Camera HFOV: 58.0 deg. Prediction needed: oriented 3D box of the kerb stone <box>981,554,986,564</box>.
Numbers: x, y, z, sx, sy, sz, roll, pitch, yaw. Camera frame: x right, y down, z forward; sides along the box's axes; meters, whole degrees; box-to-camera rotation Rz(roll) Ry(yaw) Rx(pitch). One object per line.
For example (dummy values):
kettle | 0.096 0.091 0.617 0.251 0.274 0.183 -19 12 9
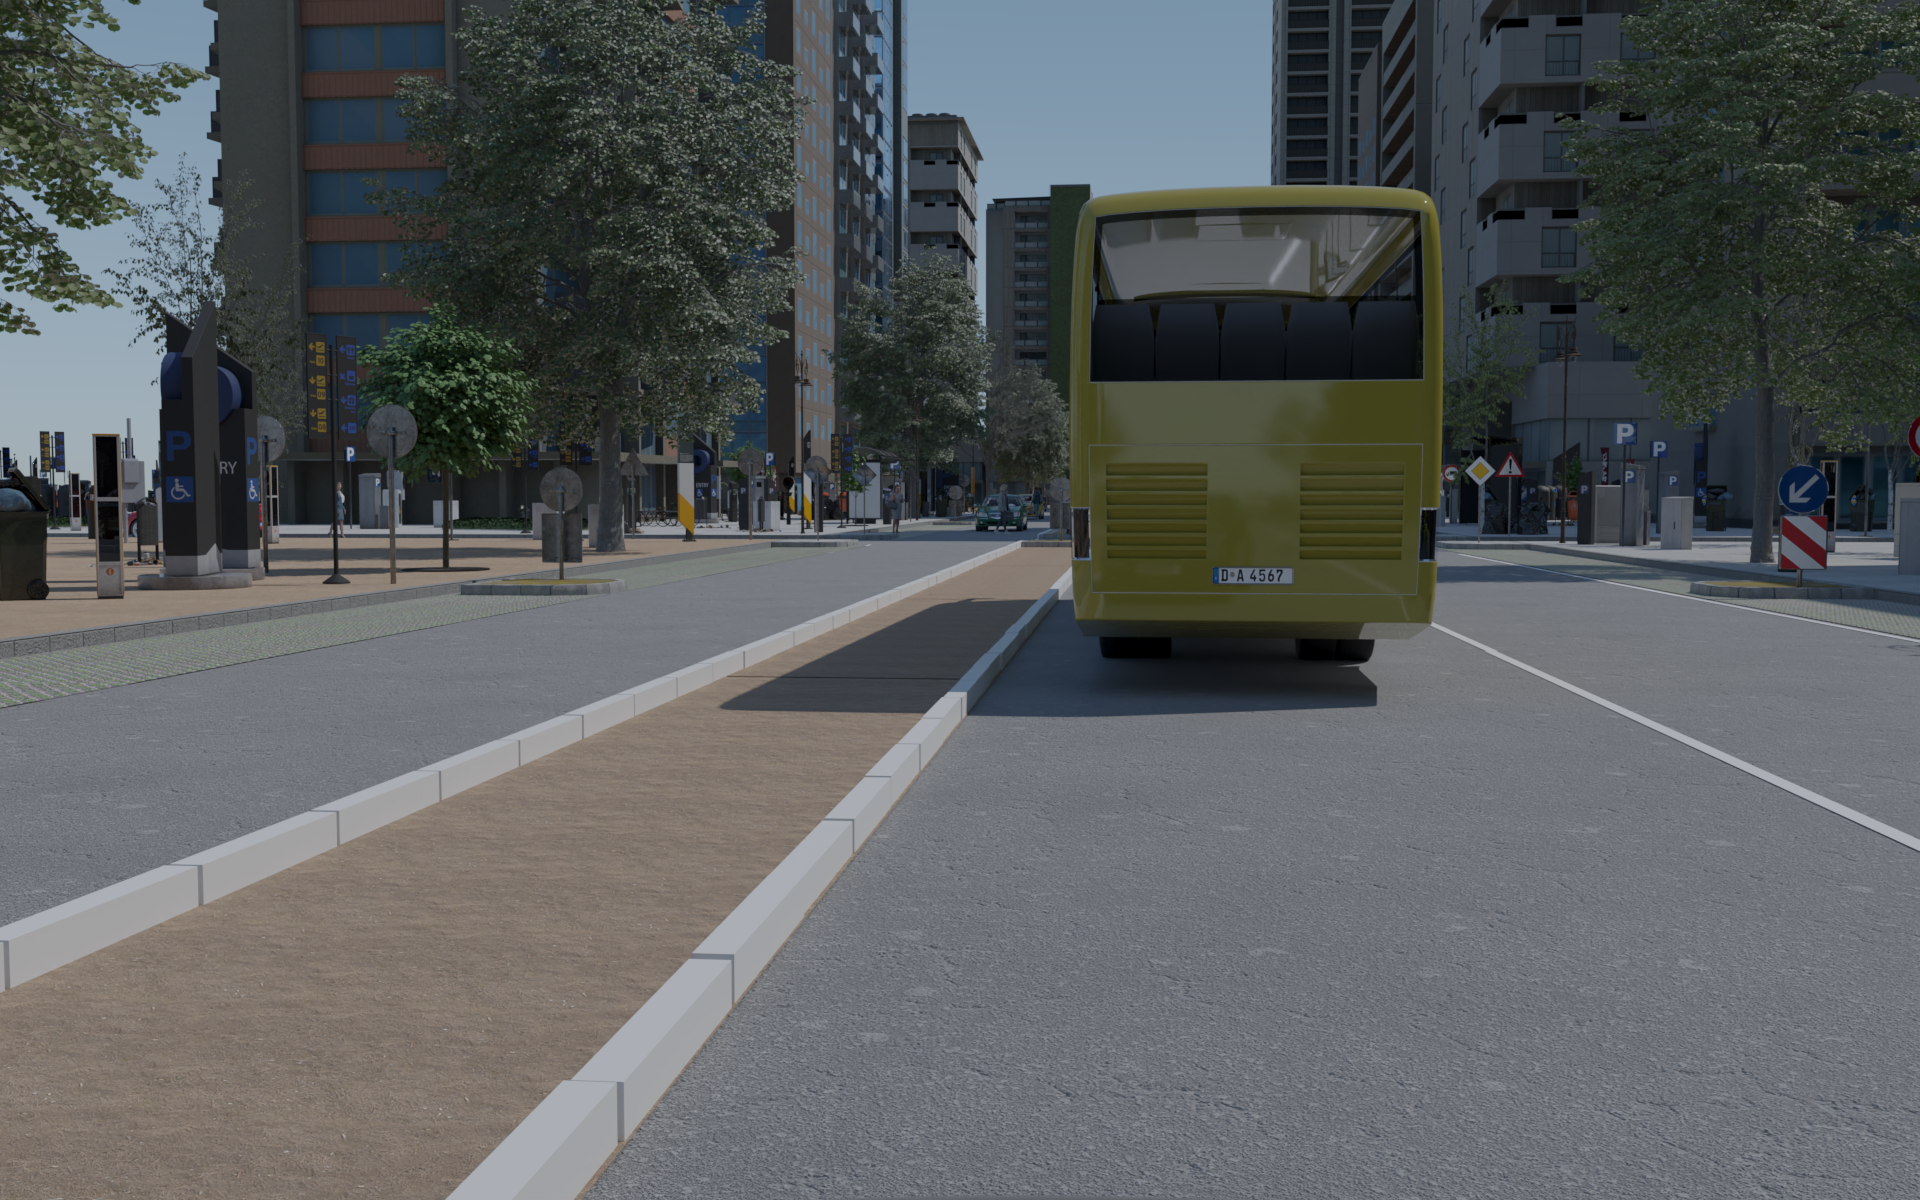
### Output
kerb stone | 0.380 -0.786 35.052 0.120 0.150 1.000 0 4 6

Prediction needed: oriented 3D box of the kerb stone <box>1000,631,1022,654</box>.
kerb stone | 0.435 0.412 15.525 0.120 0.150 1.000 0 4 6

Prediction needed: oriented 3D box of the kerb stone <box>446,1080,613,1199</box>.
kerb stone | -0.860 1.156 3.290 0.120 0.150 1.000 0 4 6

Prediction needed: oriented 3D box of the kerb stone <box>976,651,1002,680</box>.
kerb stone | 0.210 0.537 13.487 0.120 0.150 1.000 0 4 6

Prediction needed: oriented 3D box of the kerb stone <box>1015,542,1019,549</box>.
kerb stone | 1.344 -1.347 44.223 0.120 0.150 1.000 0 4 6

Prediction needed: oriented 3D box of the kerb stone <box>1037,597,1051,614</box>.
kerb stone | 0.970 0.096 20.621 0.120 0.150 1.000 0 4 6

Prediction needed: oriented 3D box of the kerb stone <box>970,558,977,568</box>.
kerb stone | 0.160 -0.662 33.013 0.120 0.150 1.000 0 4 6

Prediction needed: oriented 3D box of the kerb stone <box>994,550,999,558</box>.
kerb stone | 0.696 -0.973 38.108 0.120 0.150 1.000 0 4 6

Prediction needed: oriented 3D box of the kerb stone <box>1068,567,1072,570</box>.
kerb stone | 1.843 -0.404 28.796 0.120 0.150 1.000 0 4 6

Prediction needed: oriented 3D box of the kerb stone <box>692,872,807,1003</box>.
kerb stone | -0.637 1.032 5.337 0.120 0.150 1.000 0 4 6

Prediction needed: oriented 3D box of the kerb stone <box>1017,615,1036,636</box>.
kerb stone | 0.649 0.283 17.564 0.120 0.150 1.000 0 4 6

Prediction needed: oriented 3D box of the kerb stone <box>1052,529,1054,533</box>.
kerb stone | 3.125 -2.378 61.092 0.120 0.150 1.000 0 4 6

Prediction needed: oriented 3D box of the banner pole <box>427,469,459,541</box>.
banner pole | -14.296 -3.533 47.783 0.863 3.779 0.401 -1 4 -11

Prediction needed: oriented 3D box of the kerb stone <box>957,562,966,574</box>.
kerb stone | -0.048 -0.534 30.967 0.120 0.150 1.000 0 4 6

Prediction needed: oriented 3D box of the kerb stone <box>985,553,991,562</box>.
kerb stone | 0.485 -0.848 36.068 0.120 0.150 1.000 0 4 6

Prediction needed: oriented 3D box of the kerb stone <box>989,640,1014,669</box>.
kerb stone | 0.330 0.471 14.502 0.120 0.150 1.000 0 4 6

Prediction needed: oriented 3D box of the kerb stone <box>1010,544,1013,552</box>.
kerb stone | 1.135 -1.214 42.180 0.120 0.150 1.000 0 4 6

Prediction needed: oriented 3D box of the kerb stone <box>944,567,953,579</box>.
kerb stone | -0.269 -0.411 28.926 0.120 0.150 1.000 0 4 6

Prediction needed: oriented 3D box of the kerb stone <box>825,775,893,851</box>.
kerb stone | -0.426 0.911 7.370 0.120 0.150 1.000 0 4 6

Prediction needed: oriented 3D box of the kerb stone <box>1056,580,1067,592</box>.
kerb stone | 1.402 -0.153 24.719 0.120 0.150 1.000 0 4 6

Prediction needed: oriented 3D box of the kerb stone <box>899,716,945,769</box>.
kerb stone | -0.209 0.782 9.404 0.120 0.150 1.000 0 4 6

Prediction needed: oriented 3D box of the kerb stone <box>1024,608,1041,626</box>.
kerb stone | 0.755 0.221 18.588 0.120 0.150 1.000 0 4 6

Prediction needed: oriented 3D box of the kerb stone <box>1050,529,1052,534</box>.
kerb stone | 3.021 -2.317 60.071 0.120 0.150 1.000 0 4 6

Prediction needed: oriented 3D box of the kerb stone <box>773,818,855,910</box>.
kerb stone | -0.537 0.979 6.355 0.120 0.150 1.000 0 4 6

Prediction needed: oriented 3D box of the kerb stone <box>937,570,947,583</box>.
kerb stone | -0.369 -0.344 27.905 0.120 0.150 1.000 0 4 6

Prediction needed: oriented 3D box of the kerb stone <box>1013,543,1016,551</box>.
kerb stone | 1.245 -1.284 43.196 0.120 0.150 1.000 0 4 6

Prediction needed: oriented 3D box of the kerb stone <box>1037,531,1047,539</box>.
kerb stone | 2.695 -2.129 57.012 0.120 0.150 1.000 0 4 6

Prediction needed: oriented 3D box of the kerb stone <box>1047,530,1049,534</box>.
kerb stone | 2.805 -2.192 58.029 0.120 0.150 1.000 0 4 6

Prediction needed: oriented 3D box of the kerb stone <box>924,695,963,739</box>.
kerb stone | -0.107 0.719 10.433 0.120 0.150 1.000 0 4 6

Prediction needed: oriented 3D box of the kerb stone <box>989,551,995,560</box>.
kerb stone | 0.597 -0.911 37.091 0.120 0.150 1.000 0 4 6

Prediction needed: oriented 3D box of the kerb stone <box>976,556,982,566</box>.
kerb stone | 0.273 -0.724 34.034 0.120 0.150 1.000 0 4 6

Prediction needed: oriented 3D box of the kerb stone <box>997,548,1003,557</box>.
kerb stone | 0.808 -1.036 39.131 0.120 0.150 1.000 0 4 6

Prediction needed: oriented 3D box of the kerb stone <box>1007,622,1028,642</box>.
kerb stone | 0.530 0.345 16.549 0.120 0.150 1.000 0 4 6

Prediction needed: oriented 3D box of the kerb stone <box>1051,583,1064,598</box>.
kerb stone | 1.302 -0.091 23.689 0.120 0.150 1.000 0 4 6

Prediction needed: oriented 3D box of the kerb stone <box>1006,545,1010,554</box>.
kerb stone | 1.025 -1.159 41.163 0.120 0.150 1.000 0 4 6

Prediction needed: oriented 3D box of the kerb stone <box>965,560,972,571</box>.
kerb stone | 0.057 -0.599 31.996 0.120 0.150 1.000 0 4 6

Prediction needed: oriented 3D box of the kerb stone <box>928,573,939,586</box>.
kerb stone | -0.483 -0.287 26.887 0.120 0.150 1.000 0 4 6

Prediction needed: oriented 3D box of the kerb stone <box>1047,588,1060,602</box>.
kerb stone | 1.191 -0.026 22.668 0.120 0.150 1.000 0 4 6

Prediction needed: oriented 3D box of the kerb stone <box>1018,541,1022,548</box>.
kerb stone | 1.457 -1.409 45.239 0.120 0.150 1.000 0 4 6

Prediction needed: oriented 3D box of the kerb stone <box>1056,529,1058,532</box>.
kerb stone | 3.446 -2.560 64.148 0.120 0.150 1.000 0 4 6

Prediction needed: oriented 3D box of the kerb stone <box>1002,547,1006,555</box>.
kerb stone | 0.916 -1.098 40.147 0.120 0.150 1.000 0 4 6

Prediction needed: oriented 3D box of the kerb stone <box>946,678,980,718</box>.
kerb stone | 0.007 0.659 11.453 0.120 0.150 1.000 0 4 6

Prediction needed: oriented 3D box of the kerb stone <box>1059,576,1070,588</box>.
kerb stone | 1.512 -0.217 25.741 0.120 0.150 1.000 0 4 6

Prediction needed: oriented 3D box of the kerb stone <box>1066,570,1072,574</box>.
kerb stone | 1.728 -0.342 27.780 0.120 0.150 1.000 0 4 6

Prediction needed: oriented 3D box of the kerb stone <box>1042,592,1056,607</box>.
kerb stone | 1.080 0.035 21.648 0.120 0.150 1.000 0 4 6

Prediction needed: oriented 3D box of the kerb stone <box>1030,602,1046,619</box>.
kerb stone | 0.858 0.158 19.605 0.120 0.150 1.000 0 4 6

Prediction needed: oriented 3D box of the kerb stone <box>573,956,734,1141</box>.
kerb stone | -0.744 1.101 4.305 0.120 0.150 1.000 0 4 6

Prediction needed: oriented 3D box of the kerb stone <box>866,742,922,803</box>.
kerb stone | -0.321 0.845 8.388 0.120 0.150 1.000 0 4 6

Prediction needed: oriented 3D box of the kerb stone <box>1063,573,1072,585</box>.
kerb stone | 1.621 -0.279 26.757 0.120 0.150 1.000 0 4 6

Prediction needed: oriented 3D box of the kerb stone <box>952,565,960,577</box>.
kerb stone | -0.154 -0.474 29.941 0.120 0.150 1.000 0 4 6

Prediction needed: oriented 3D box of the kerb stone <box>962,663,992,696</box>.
kerb stone | 0.111 0.597 12.470 0.120 0.150 1.000 0 4 6
